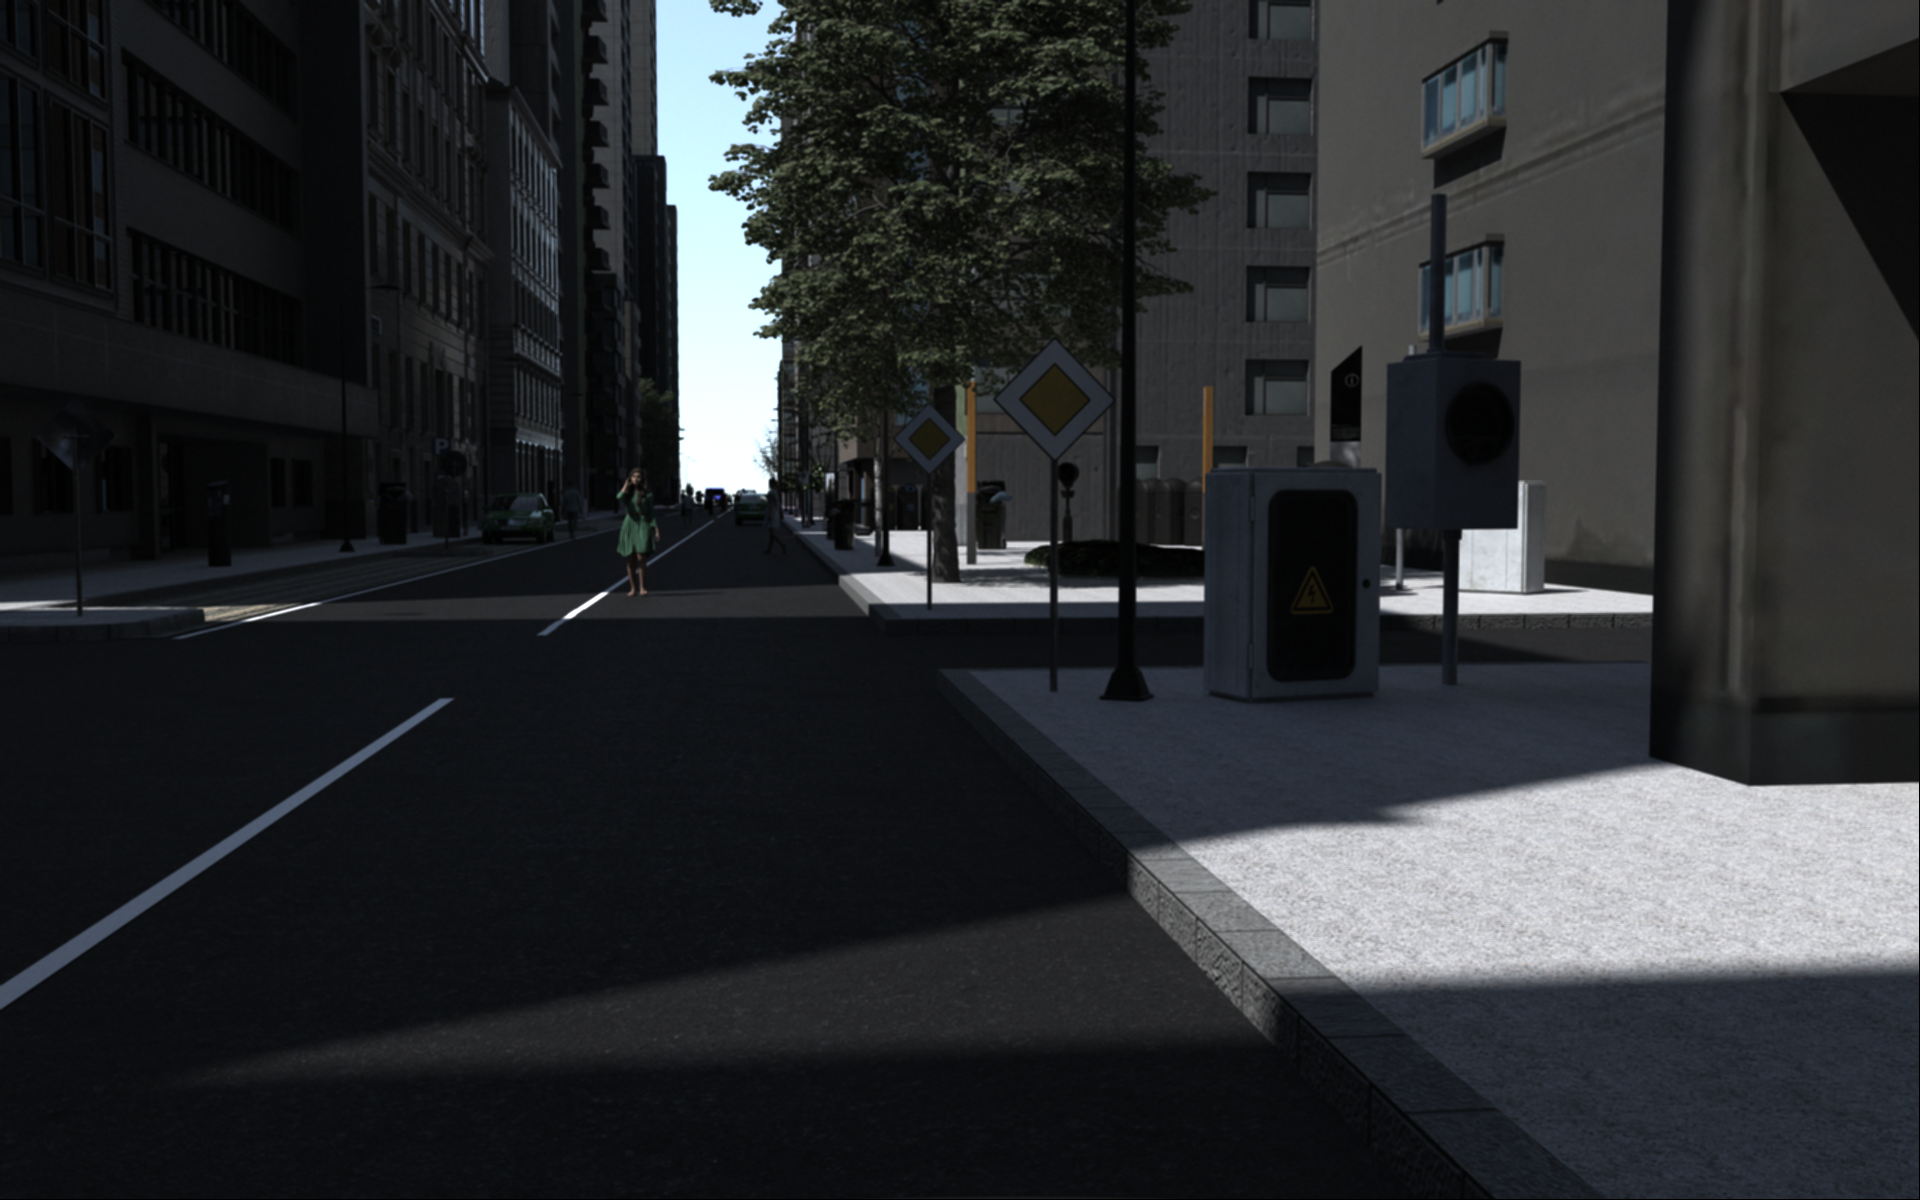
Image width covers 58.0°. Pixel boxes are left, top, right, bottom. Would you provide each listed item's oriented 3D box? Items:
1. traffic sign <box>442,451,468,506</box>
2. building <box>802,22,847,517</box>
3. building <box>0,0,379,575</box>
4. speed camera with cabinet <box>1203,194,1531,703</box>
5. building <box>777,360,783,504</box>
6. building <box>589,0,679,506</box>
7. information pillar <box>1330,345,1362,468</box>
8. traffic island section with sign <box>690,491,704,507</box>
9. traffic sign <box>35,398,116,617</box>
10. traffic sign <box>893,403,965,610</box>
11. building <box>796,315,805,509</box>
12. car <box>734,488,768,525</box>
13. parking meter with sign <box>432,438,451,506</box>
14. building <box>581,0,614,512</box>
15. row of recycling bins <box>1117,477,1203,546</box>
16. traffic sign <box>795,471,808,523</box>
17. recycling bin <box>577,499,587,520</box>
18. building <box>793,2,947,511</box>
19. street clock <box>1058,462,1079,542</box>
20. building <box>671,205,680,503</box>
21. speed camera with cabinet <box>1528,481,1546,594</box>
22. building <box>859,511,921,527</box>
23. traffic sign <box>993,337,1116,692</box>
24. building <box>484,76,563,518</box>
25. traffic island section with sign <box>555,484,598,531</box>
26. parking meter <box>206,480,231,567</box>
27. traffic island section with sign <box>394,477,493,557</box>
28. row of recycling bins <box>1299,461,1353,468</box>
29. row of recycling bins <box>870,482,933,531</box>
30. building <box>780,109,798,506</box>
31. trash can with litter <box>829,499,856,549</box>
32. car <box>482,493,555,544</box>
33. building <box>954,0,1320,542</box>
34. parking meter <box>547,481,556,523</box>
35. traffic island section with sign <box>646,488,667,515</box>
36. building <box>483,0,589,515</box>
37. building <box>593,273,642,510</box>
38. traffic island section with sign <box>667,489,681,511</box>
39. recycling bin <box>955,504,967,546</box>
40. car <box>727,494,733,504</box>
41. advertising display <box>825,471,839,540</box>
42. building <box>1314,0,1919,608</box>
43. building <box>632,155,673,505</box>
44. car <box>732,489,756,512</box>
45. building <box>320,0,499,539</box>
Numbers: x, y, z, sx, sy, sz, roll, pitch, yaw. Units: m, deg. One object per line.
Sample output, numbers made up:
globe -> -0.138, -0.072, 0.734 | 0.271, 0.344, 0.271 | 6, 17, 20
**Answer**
traffic sign -> -14.859, -3.108, 50.929 | 0.768, 2.556, 0.104 | 0, 4, 1
building -> 0.480, -34.764, 110.395 | 21.231, 58.520, 28.212 | 0, 4, -7
building -> -21.241, -13.010, 31.781 | 14.314, 24.678, 30.058 | 0, 4, -7
speed camera with cabinet -> 2.598, -1.026, 11.114 | 2.038, 3.252, 0.660 | -1, 4, -22
building -> -11.091, -24.099, 239.065 | 27.650, 21.520, 28.899 | 0, 4, -7
building -> -46.383, -47.719, 218.450 | 20.563, 71.187, 20.611 | 0, 4, -7
information pillar -> 6.099, -2.202, 27.353 | 0.504, 3.616, 0.183 | 1, 4, 13
traffic island section with sign -> -34.029, -13.272, 225.624 | 1.989, 1.847, 2.006 | 0, 4, -7
traffic sign -> -9.225, -0.884, 18.098 | 0.795, 2.450, 0.064 | 0, 4, -7
traffic sign -> -0.341, -0.948, 19.135 | 0.795, 2.450, 0.064 | 0, 4, -7
building -> 0.815, -18.162, 141.980 | 27.650, 21.520, 28.899 | 0, 4, -7
car -> -9.611, -4.430, 81.227 | 1.959, 1.807, 4.718 | 0, 4, -6
parking meter with sign -> -15.788, -3.455, 52.743 | 0.543, 3.016, 1.738 | -1, 4, -15
building -> -35.864, -28.398, 118.936 | 22.147, 44.769, 28.867 | 0, 4, -7
row of recycling bins -> 5.191, -2.248, 43.875 | 1.069, 1.692, 3.534 | -2, 4, -32
traffic sign -> -6.949, -4.530, 76.187 | 0.606, 2.300, 0.079 | 0, 4, 2
recycling bin -> -19.140, -4.552, 86.980 | 0.722, 1.027, 0.722 | 0, 4, -6
building -> -8.394, -31.297, 161.819 | 14.600, 45.320, 14.200 | 0, 4, -7
street clock -> 2.469, -2.149, 39.705 | 0.471, 2.002, 0.358 | 1, 4, 23
building -> -45.903, -33.862, 237.244 | 14.154, 41.232, 14.086 | 0, 4, -7
speed camera with cabinet -> 6.645, -1.741, 22.800 | 2.038, 3.252, 0.660 | 3, 5, 45
building -> 1.982, -25.954, 74.456 | 14.600, 45.320, 14.200 | 0, 4, -7
traffic sign -> 0.606, -0.463, 11.206 | 0.795, 2.450, 0.064 | 0, 4, -7
building -> -24.738, -14.256, 82.236 | 9.793, 20.994, 18.267 | 0, 4, -7
traffic island section with sign -> -15.089, -3.574, 67.060 | 1.989, 1.847, 2.006 | 0, 4, -7
parking meter -> -13.164, -1.367, 30.761 | 0.372, 1.533, 0.369 | 0, 3, 0
traffic island section with sign -> -11.865, -1.915, 39.932 | 1.989, 1.847, 2.006 | 0, 4, -7
row of recycling bins -> 4.791, -0.966, 22.915 | 1.069, 1.692, 3.534 | 0, 4, 7
row of recycling bins -> -1.455, -3.326, 61.485 | 3.534, 1.692, 1.069 | -1, 4, -18
building -> -12.234, -30.786, 186.942 | 14.154, 41.232, 14.086 | 0, 4, -7
trash can with litter -> -2.751, -1.758, 40.137 | 0.624, 1.170, 1.055 | -1, 4, -9
car -> -12.940, -2.571, 50.837 | 1.959, 1.807, 4.718 | -1, 4, -8
building -> 6.422, -22.584, 52.851 | 14.154, 41.232, 14.086 | 0, 4, -7
parking meter -> -18.051, -4.332, 76.547 | 0.255, 1.863, 0.399 | 1, 4, 10
traffic island section with sign -> -21.125, -6.660, 117.514 | 1.989, 1.847, 2.006 | 0, 4, -7
building -> -29.066, -25.346, 98.009 | 14.154, 41.232, 14.086 | 0, 4, -7
building -> -42.276, -18.559, 148.481 | 27.650, 21.520, 28.899 | 0, 4, -7
traffic island section with sign -> -24.316, -8.297, 144.280 | 1.989, 1.847, 2.006 | 0, 4, -7
recycling bin -> -0.044, -1.855, 42.887 | 0.722, 1.027, 0.722 | -1, 4, -13
car -> -33.011, -14.408, 244.365 | 1.959, 1.807, 4.718 | -1, 4, -8
advertising display -> -3.591, -2.652, 48.575 | 0.123, 1.923, 0.974 | -1, 4, -20
building -> 18.109, -24.887, 30.606 | 21.600, 48.544, 21.300 | 0, 4, -7
building -> -41.542, -31.737, 202.502 | 14.154, 41.232, 14.086 | 0, 4, -7
car -> -17.226, -8.017, 139.745 | 2.281, 1.827, 5.304 | 0, 4, -7
building -> -23.890, -16.049, 59.657 | 12.463, 27.353, 25.104 | 0, 4, -7
